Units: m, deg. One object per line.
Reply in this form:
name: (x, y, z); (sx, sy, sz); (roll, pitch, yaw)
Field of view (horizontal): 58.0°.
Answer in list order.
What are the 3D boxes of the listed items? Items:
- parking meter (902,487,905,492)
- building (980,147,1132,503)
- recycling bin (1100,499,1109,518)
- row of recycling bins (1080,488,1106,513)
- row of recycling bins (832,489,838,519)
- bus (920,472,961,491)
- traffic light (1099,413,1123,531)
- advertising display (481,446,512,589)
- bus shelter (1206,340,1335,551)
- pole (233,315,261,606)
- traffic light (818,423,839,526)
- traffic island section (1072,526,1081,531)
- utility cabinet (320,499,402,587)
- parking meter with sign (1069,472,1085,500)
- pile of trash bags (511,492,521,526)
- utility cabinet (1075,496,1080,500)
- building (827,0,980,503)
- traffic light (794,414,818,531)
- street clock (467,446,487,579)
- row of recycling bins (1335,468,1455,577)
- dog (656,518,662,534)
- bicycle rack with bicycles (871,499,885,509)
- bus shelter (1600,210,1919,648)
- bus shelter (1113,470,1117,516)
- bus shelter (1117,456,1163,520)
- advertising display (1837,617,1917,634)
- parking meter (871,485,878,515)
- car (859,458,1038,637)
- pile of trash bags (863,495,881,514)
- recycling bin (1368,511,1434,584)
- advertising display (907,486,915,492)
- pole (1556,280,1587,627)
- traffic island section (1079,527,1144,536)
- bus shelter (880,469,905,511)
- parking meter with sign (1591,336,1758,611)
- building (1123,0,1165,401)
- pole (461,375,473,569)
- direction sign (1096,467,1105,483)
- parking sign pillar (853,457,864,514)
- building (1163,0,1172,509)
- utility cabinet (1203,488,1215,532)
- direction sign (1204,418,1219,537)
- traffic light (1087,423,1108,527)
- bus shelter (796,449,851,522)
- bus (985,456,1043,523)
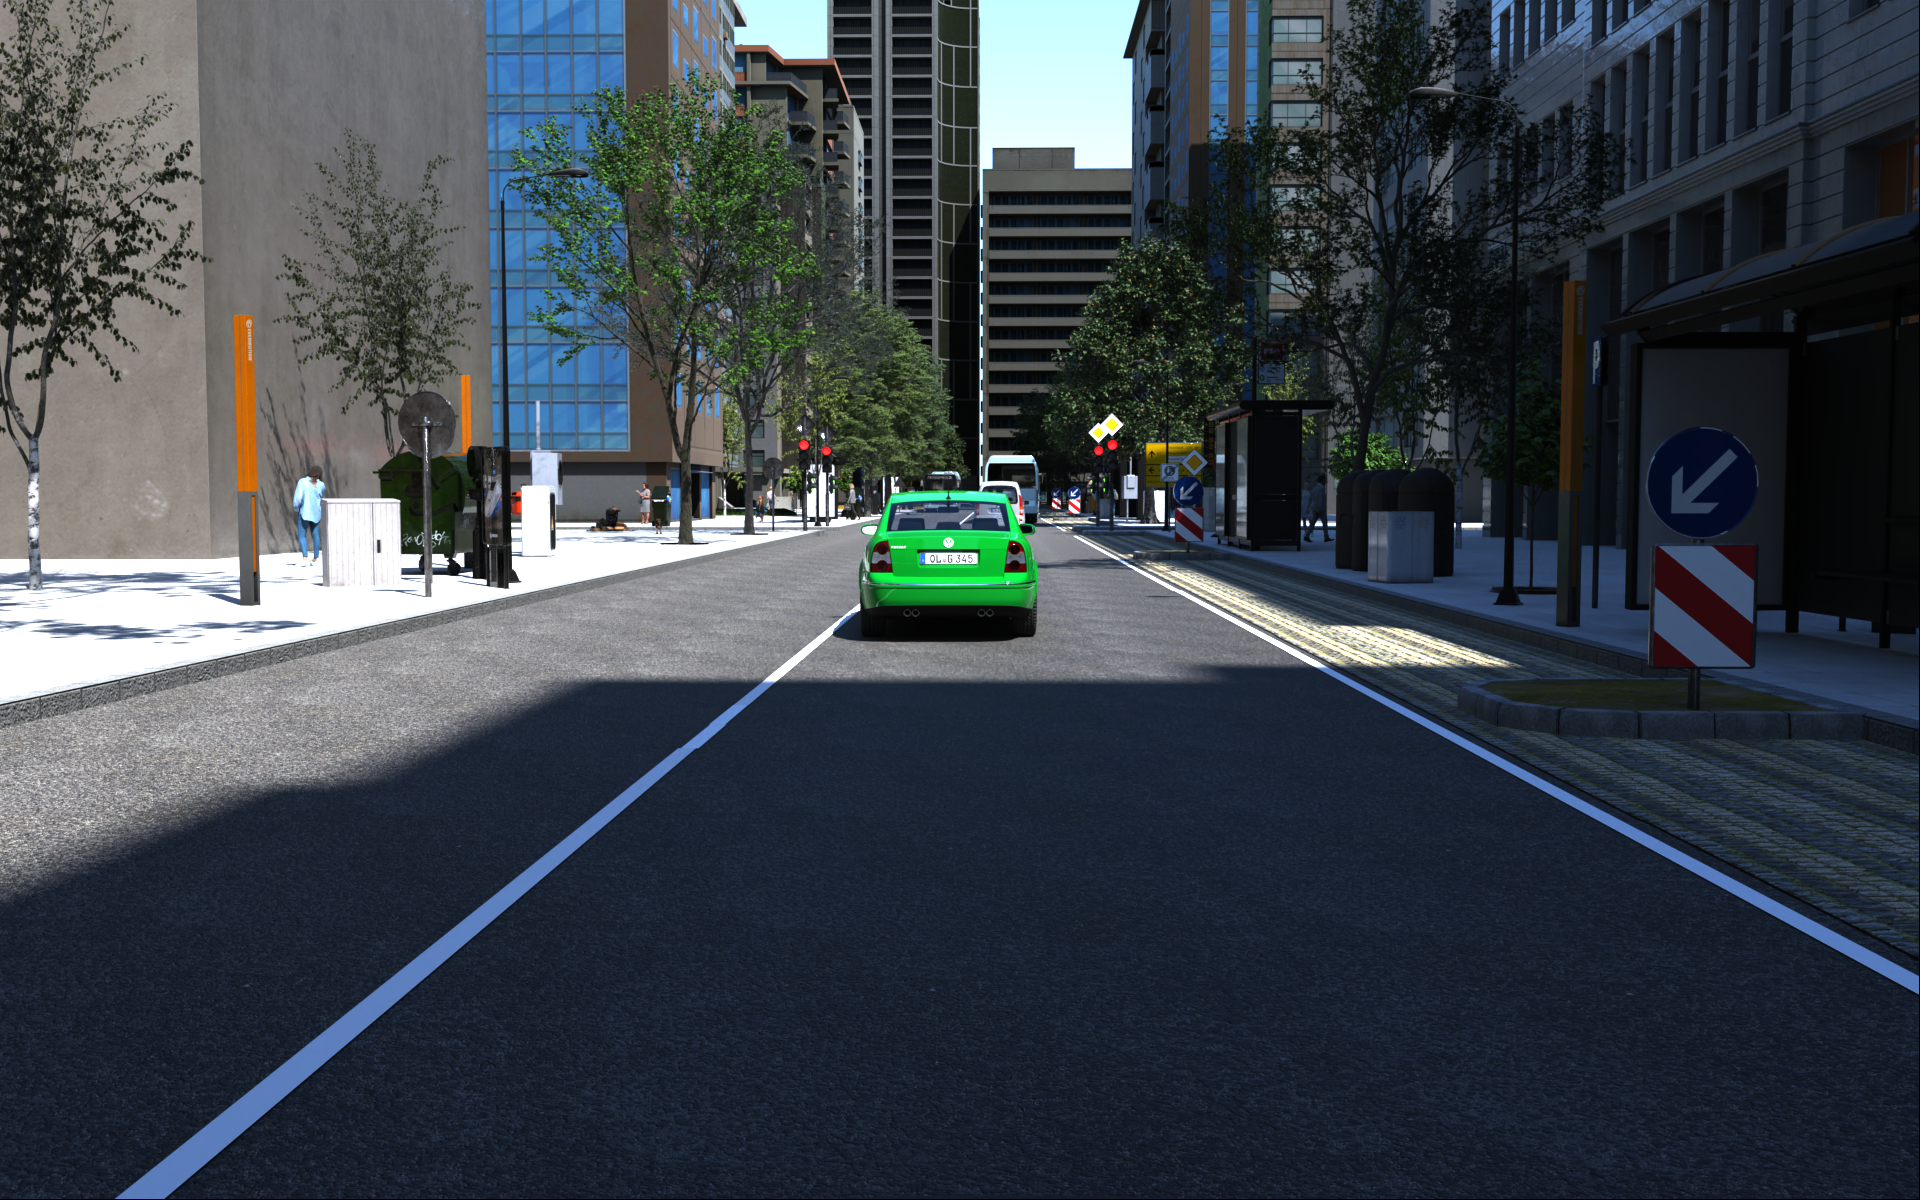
parking meter: (-4.662, -8.404, 143.117); (0.255, 1.863, 0.399); (0, 4, -1)
building: (13.739, -37.987, 244.794); (21.600, 48.544, 21.300); (0, 4, 1)
recycling bin: (7.660, -4.820, 91.366); (0.722, 1.027, 0.722); (1, 4, 10)
row of recycling bins: (9.213, -6.695, 116.579); (1.069, 1.692, 3.534); (3, 4, 37)
row of recycling bins: (-6.804, -5.057, 89.802); (1.069, 1.692, 3.534); (0, 4, -7)
bus: (-1.376, -8.722, 137.464); (2.948, 3.499, 13.247); (0, 4, 2)
traffic light: (5.262, -4.365, 60.293); (0.839, 4.253, 0.868); (0, 4, 1)
advertising display: (-6.360, -1.134, 23.761); (0.123, 1.923, 0.974); (-2, 4, -31)
bus shelter: (7.376, -3.989, 42.846); (2.179, 5.291, 8.768); (0, 4, 1)
pole: (-8.172, -1.590, 19.848); (0.158, 3.312, 0.155); (0, 3, 0)
traffic light: (-5.232, -4.866, 68.481); (0.839, 4.253, 0.868); (0, 4, 1)
traffic island section: (5.467, -2.820, 68.390); (2.009, 0.180, 2.903); (0, 4, 1)
utility cabinet: (-8.351, -0.796, 24.182); (1.020, 1.237, 0.306); (-3, 4, -37)
parking meter with sign: (9.319, -8.399, 133.586); (1.738, 3.016, 0.543); (0, 4, -1)
pile of trash bags: (-18.619, -3.646, 69.367); (3.447, 1.369, 1.912); (3, 4, 36)
utility cabinet: (8.510, -6.825, 122.751); (1.020, 1.237, 0.306); (-2, 4, -29)
building: (-7.533, -49.284, 244.046); (20.611, 71.187, 20.563); (0, 4, 1)
traffic light: (-5.397, -4.378, 60.498); (0.839, 4.253, 0.868); (0, 4, 1)
street clock: (-7.265, -1.321, 26.172); (0.358, 2.002, 0.471); (-2, 4, -31)
row of recycling bins: (7.069, -1.304, 28.441); (1.069, 1.692, 3.534); (0, 4, -8)
dog: (-9.597, -2.343, 55.140); (0.540, 0.507, 0.406); (3, 4, 36)
bicycle rack with bicycles: (-6.164, -6.543, 120.360); (2.852, 0.926, 2.925); (-3, 4, -38)
bus shelter: (6.943, -1.198, 13.518); (2.014, 3.302, 5.546); (0, 4, 1)
bus shelter: (9.160, -6.450, 96.744); (1.731, 3.624, 6.357); (0, 4, 1)
bus shelter: (9.197, -5.899, 87.738); (1.731, 3.624, 6.357); (0, 4, 1)
advertising display: (8.615, -0.655, 15.917); (0.974, 1.923, 0.123); (2, 4, 33)
parking meter: (-5.269, -6.198, 107.053); (0.399, 1.863, 0.255); (0, 4, -2)
car: (-0.125, -0.611, 18.787); (1.959, 1.807, 4.718); (0, 4, 0)
pile of trash bags: (-6.078, -6.332, 113.280); (1.912, 1.369, 3.447); (0, 4, -1)
recycling bin: (6.405, -0.771, 25.166); (0.722, 1.027, 0.722); (-1, 4, -12)
advertising display: (-3.998, -8.345, 141.654); (0.123, 1.923, 0.974); (2, 4, 34)
pole: (5.893, -1.397, 16.686); (0.158, 3.312, 0.155); (0, 3, 0)
traffic island section: (5.302, -2.332, 60.406); (2.009, 0.180, 2.903); (0, 4, 1)
bus shelter: (-5.391, -8.758, 137.123); (2.014, 3.302, 5.546); (0, 4, 1)
parking meter with sign: (7.947, -1.404, 19.224); (1.738, 3.016, 0.543); (1, 4, 11)
building: (32.220, -36.141, 180.145); (28.713, 52.752, 27.495); (0, 4, 1)
pole: (-8.480, -2.200, 29.820); (0.158, 3.312, 0.155); (0, 3, 0)
direction sign: (9.475, -7.758, 118.838); (0.876, 3.537, 0.379); (1, 4, 12)
parking sign pillar: (-6.031, -6.991, 102.776); (1.447, 3.967, 1.447); (1, 4, 9)
building: (27.379, -43.879, 155.670); (20.563, 71.187, 20.611); (0, 4, 1)
utility cabinet: (8.710, -3.067, 58.827); (0.318, 1.500, 1.173); (3, 5, 43)
direction sign: (7.647, -3.636, 51.439); (0.876, 3.537, 0.379); (2, 4, 30)
traffic light: (5.427, -4.854, 68.277); (0.839, 4.253, 0.868); (0, 4, 1)
bus shelter: (-6.321, -5.302, 80.614); (2.014, 3.302, 5.546); (0, 4, 1)
bus: (2.776, -5.768, 89.174); (2.948, 3.499, 13.247); (0, 4, 3)
